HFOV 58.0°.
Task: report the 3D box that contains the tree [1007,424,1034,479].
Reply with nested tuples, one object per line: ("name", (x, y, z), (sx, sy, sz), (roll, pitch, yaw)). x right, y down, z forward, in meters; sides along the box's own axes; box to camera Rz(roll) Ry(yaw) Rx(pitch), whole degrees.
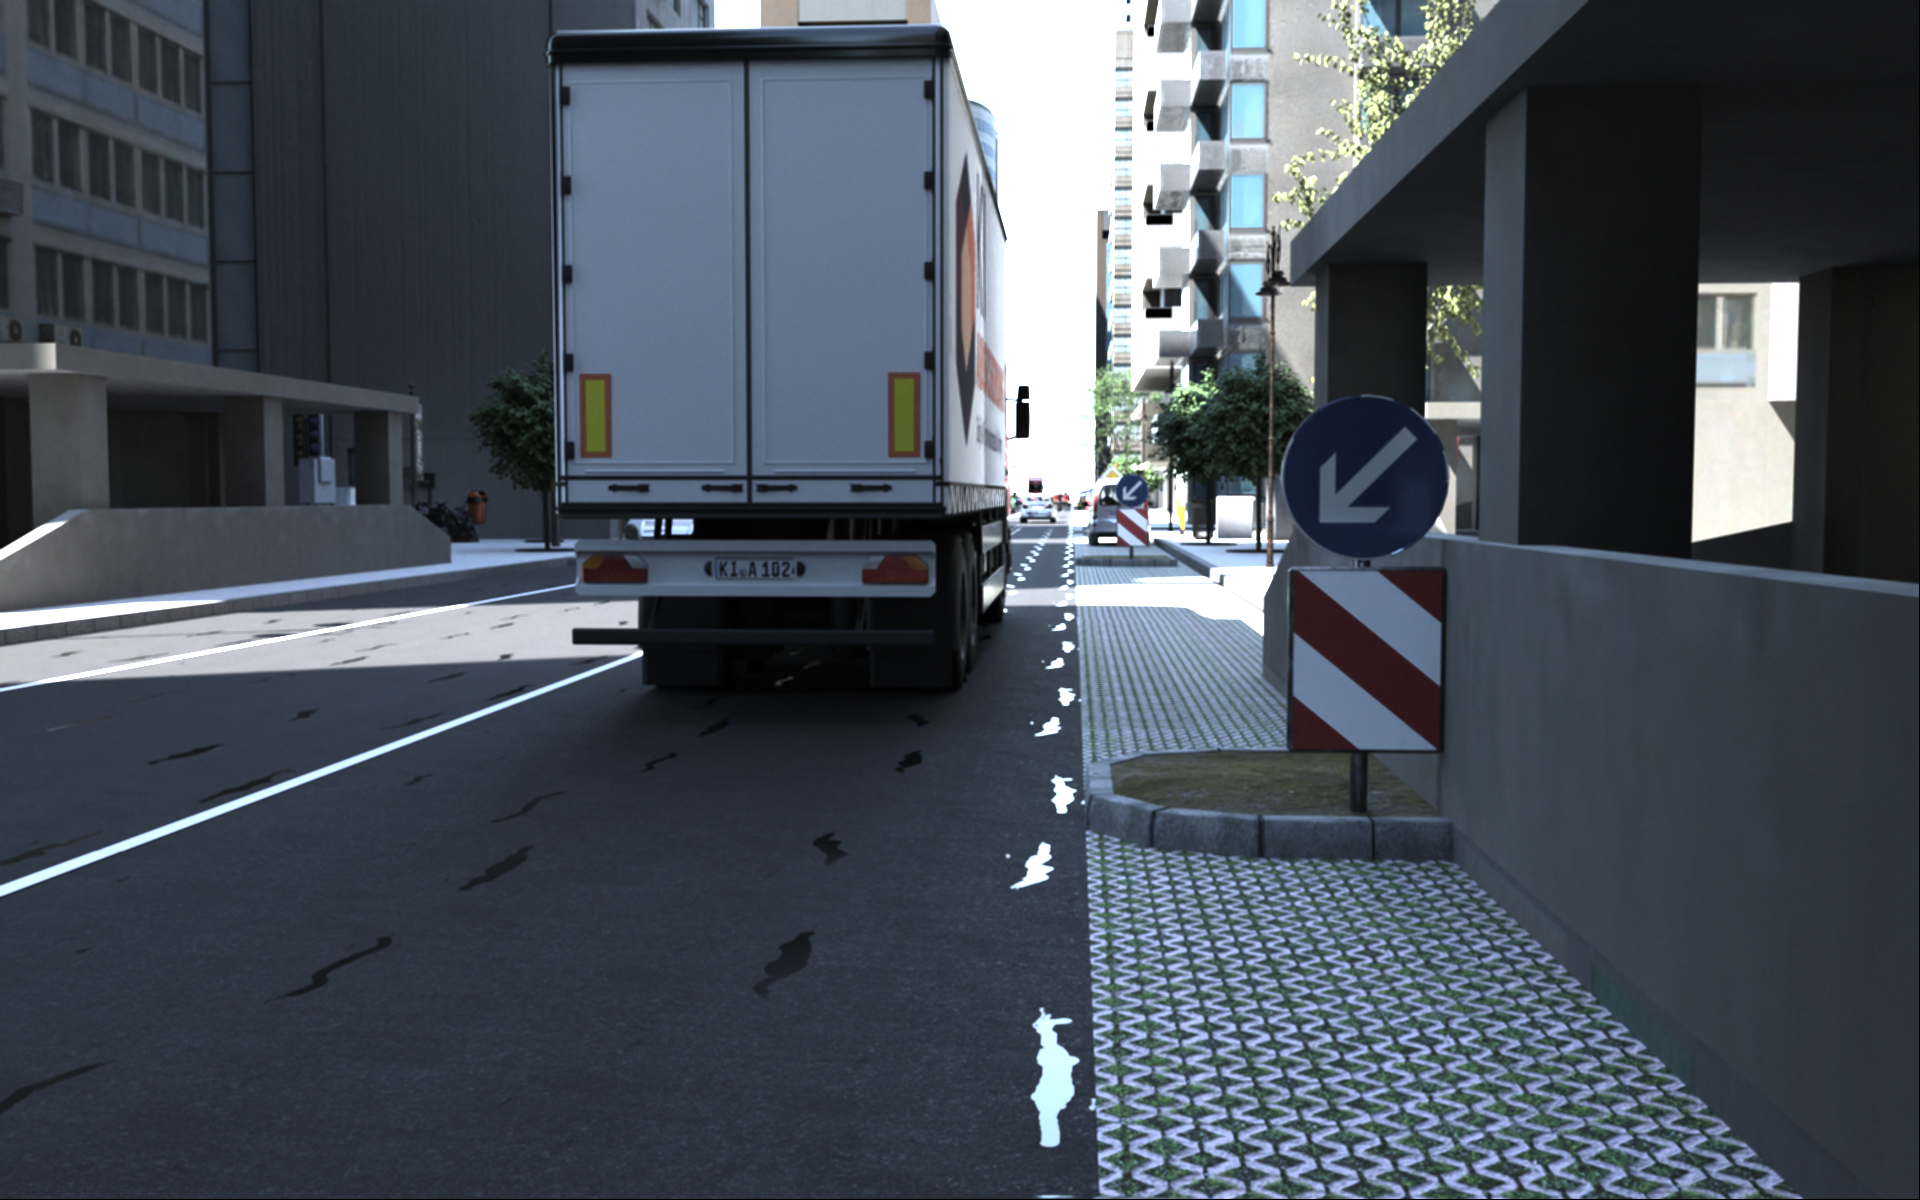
("tree", (7.723, -23.896, 301.061), (12.009, 13.543, 11.850), (0, 3, 0))

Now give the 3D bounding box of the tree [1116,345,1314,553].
("tree", (6.579, -3.345, 38.398), (4.285, 4.588, 4.351), (0, 3, 0))

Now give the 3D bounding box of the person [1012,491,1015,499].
("person", (6.393, -12.269, 209.104), (0.705, 1.824, 1.348), (-2, 4, -26))

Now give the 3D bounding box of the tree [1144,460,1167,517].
("tree", (10.607, -6.303, 97.658), (1.663, 3.219, 1.824), (0, 3, 0))

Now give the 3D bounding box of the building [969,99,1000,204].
("building", (-5.358, -43.615, 255.098), (21.231, 58.520, 28.212), (0, 4, 4))

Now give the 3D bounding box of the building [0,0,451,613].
("building", (-26.016, -20.387, 25.211), (32.217, 40.220, 23.993), (0, 4, 4))

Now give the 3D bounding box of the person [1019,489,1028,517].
("person", (3.800, -5.607, 100.927), (0.760, 1.731, 0.466), (1, 4, 14))

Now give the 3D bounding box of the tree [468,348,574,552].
("tree", (-9.372, -3.389, 39.123), (4.285, 4.588, 4.351), (0, 3, 0))

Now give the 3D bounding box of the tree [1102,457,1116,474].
("tree", (6.230, -3.675, 43.800), (4.285, 4.588, 4.351), (0, 3, 0))

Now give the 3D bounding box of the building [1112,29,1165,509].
("building", (20.727, -28.892, 155.981), (14.154, 41.232, 14.086), (0, 4, 4))

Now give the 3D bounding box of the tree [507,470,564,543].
("tree", (-11.154, -3.163, 46.321), (1.663, 3.219, 1.824), (0, 3, 0))

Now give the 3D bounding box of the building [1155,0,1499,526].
("building", (23.884, -27.910, 75.938), (30.456, 49.044, 23.786), (0, 4, 4))

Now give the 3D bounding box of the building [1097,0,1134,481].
("building", (30.541, -56.709, 239.855), (22.319, 86.520, 31.000), (0, 4, 4))

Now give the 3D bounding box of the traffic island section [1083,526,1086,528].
("traffic island section", (5.837, -2.810, 68.217), (2.009, 0.180, 2.903), (0, 4, 4))

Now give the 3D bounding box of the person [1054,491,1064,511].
("person", (8.387, -8.376, 146.271), (0.721, 1.723, 1.217), (-3, 5, -41))

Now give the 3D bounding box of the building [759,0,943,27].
("building", (-8.842, -30.630, 150.910), (14.600, 45.320, 14.200), (0, 4, 4))

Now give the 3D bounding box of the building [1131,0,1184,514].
("building", (24.943, -31.871, 110.333), (28.713, 52.752, 27.495), (0, 4, 4))

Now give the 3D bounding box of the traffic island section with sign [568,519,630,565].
("traffic island section with sign", (-6.849, -1.658, 35.734), (1.989, 1.847, 2.006), (0, 4, 4))

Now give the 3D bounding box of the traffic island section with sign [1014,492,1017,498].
("traffic island section with sign", (8.979, -16.477, 278.025), (1.989, 1.847, 2.006), (0, 4, 4))

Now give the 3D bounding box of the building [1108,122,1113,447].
("building", (28.664, -35.625, 202.083), (23.786, 49.044, 30.456), (0, 4, 4))

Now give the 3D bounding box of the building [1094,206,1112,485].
("building", (27.536, -37.542, 263.914), (14.600, 45.320, 14.200), (0, 4, 4))

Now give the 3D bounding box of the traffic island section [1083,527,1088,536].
("traffic island section", (5.316, -2.322, 60.249), (2.009, 0.180, 2.903), (0, 4, 4))

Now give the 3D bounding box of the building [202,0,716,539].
("building", (-15.455, -22.722, 55.093), (14.086, 41.232, 14.154), (0, 4, 4))

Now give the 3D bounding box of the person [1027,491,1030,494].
("person", (9.560, -14.337, 242.535), (1.348, 1.869, 0.705), (2, 4, 26))

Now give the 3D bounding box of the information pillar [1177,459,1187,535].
("information pillar", (6.933, -3.848, 54.271), (0.183, 3.616, 0.504), (-1, 4, -14))

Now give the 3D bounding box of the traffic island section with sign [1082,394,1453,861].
("traffic island section with sign", (1.557, 0.058, 7.684), (1.989, 1.847, 2.006), (0, 4, 4))

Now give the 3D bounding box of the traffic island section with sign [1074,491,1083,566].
("traffic island section with sign", (3.331, -1.606, 34.886), (1.989, 1.847, 2.006), (0, 4, 4))

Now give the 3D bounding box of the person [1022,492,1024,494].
("person", (8.358, -13.391, 228.155), (1.217, 1.736, 0.721), (3, 4, 36))

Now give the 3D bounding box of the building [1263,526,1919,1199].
("building", (17.977, -19.107, 4.284), (32.217, 40.220, 23.993), (0, 4, 4))

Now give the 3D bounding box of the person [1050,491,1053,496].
("person", (9.299, -10.334, 178.249), (0.721, 1.735, 1.217), (-1, 4, -16))

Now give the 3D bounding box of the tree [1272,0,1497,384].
("tree", (5.945, -4.425, 22.719), (4.737, 8.622, 4.395), (0, 3, 0))

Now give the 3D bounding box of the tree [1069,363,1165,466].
("tree", (12.364, -12.861, 136.026), (9.928, 11.665, 9.643), (0, 3, 0))

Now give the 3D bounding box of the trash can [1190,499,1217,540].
("trash can", (6.781, -2.241, 48.301), (0.748, 1.137, 0.748), (0, 3, 0))
